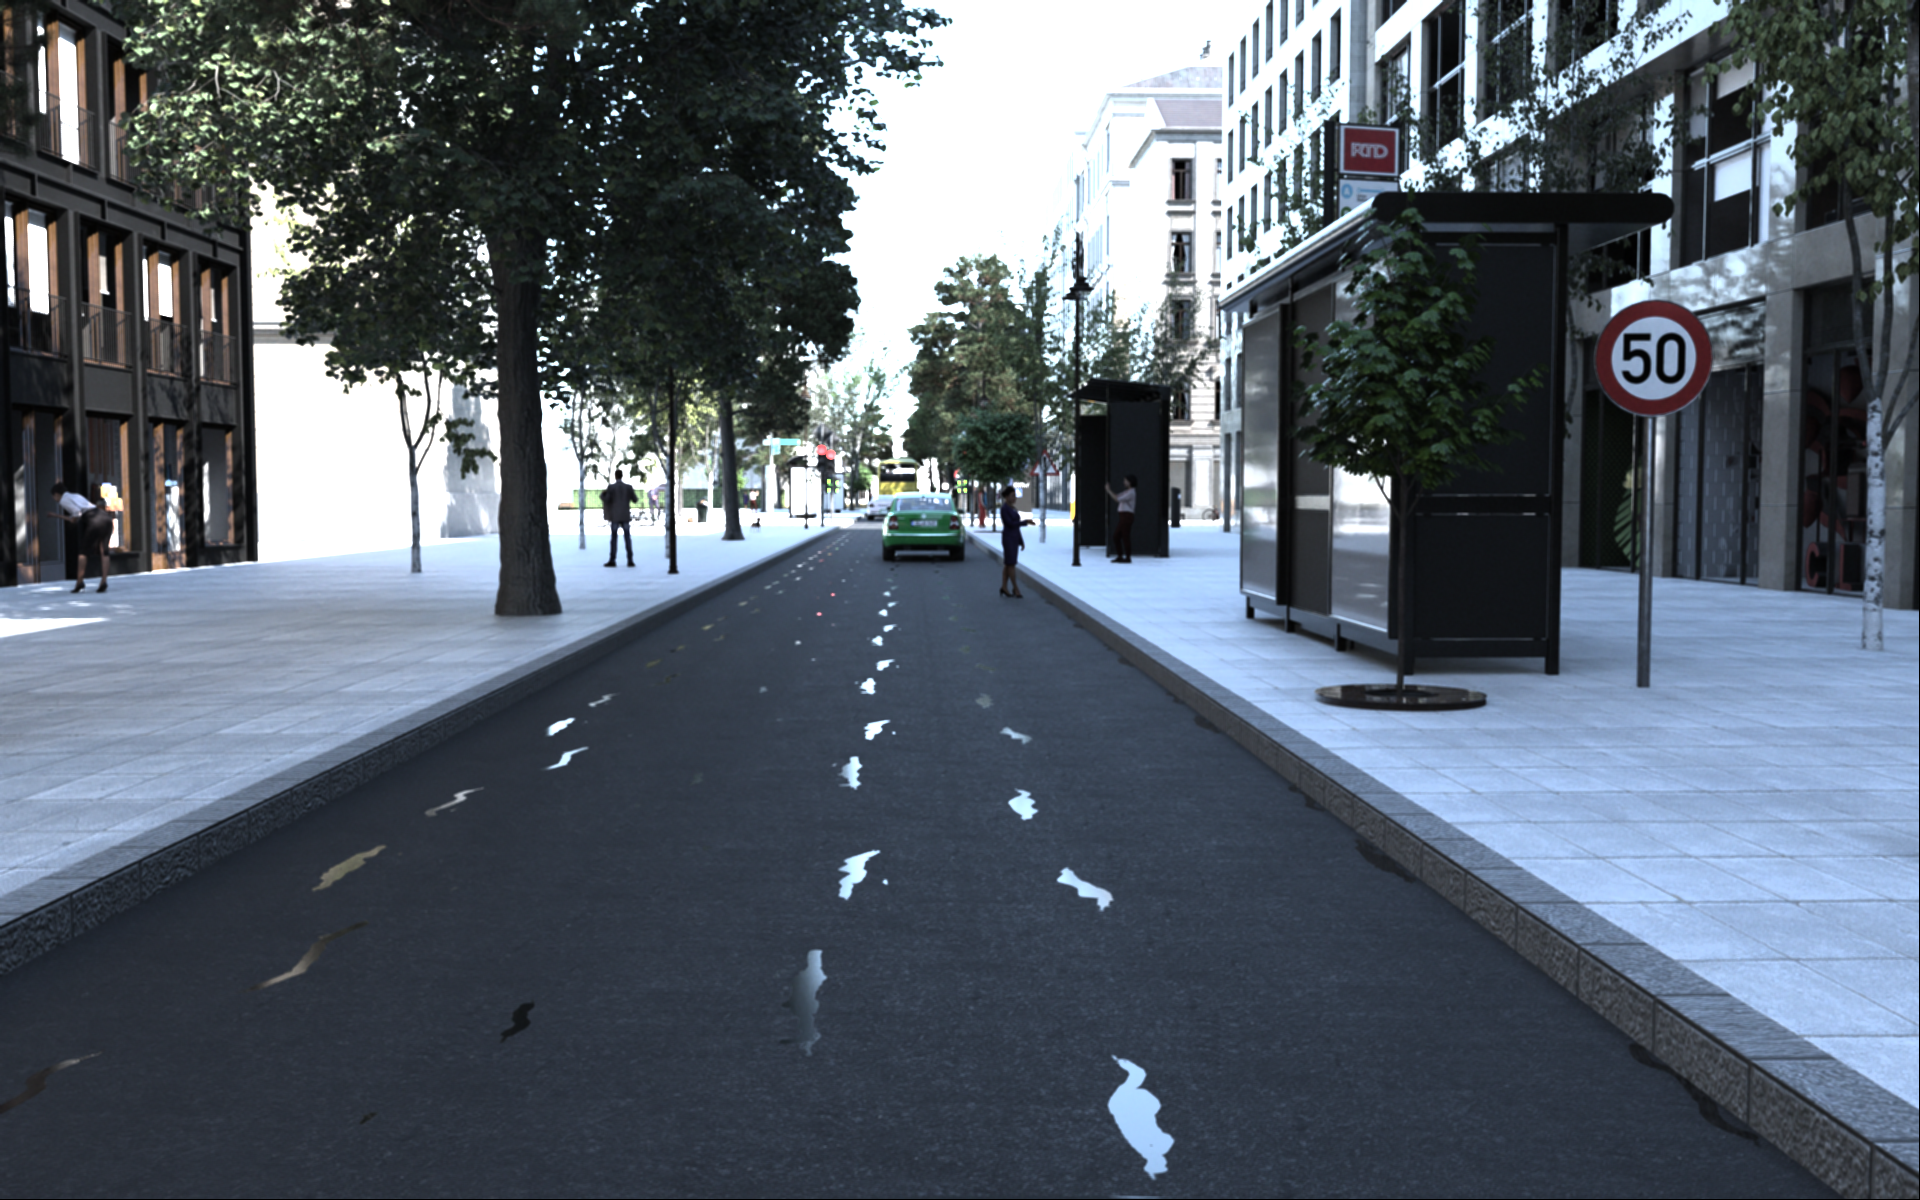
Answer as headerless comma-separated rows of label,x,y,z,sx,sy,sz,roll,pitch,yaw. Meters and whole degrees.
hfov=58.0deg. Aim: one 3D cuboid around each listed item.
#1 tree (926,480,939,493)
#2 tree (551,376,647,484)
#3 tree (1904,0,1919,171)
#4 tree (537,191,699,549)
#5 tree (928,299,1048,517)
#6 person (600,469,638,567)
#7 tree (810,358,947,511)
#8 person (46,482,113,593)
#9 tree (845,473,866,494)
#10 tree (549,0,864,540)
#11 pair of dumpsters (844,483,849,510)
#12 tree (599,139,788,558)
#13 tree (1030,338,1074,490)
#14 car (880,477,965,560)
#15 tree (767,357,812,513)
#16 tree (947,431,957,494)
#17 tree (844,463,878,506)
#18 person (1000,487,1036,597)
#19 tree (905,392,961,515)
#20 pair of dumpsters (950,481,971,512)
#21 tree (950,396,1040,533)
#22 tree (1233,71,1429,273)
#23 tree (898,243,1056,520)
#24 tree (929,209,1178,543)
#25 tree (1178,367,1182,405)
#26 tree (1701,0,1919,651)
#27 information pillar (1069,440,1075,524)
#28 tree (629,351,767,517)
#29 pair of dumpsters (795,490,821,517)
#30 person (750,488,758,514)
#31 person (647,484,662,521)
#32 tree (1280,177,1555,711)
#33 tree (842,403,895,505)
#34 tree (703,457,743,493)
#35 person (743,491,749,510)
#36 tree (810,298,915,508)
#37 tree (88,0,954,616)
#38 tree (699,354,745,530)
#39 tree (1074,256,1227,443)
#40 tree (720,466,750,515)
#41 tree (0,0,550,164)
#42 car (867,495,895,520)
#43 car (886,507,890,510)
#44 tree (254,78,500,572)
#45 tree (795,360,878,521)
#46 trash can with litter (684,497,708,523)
tree,-3.586,-14.128,225.593,1.663,3.219,1.824,0,3,0
tree,-23.371,-10.996,114.199,8.767,10.594,7.601,1,4,22
tree,3.371,-3.368,5.428,4.360,8.622,3.978,0,3,0
tree,-8.572,-5.493,40.168,4.360,8.622,3.978,0,3,0
tree,1.475,-10.552,94.577,6.751,12.117,7.091,0,3,0
person,-6.025,-1.451,30.587,0.655,1.722,0.431,-1,4,-22
tree,-8.033,-12.542,130.822,9.928,11.665,9.643,0,3,0
person,-11.463,-0.815,22.558,0.799,1.438,0.628,-2,4,-25
tree,-8.488,-8.766,137.921,1.663,3.219,1.824,0,3,0
tree,-6.548,-8.609,48.181,7.806,13.903,7.818,0,3,0
pair of dumpsters,-10.036,-8.616,143.362,1.574,2.255,4.436,0,4,-2
tree,-5.731,-5.152,34.595,4.737,8.622,4.395,0,3,0
tree,5.535,-7.924,79.923,4.360,8.622,3.978,0,3,0
car,-0.832,-1.834,38.776,1.959,1.807,4.718,0,4,-2
tree,-13.533,-12.061,119.246,6.751,12.117,7.091,0,3,0
tree,-0.717,-13.253,142.446,9.928,11.665,9.643,0,3,0
tree,-10.215,-11.969,179.410,4.285,4.588,4.351,0,3,0
person,0.815,-0.803,24.006,0.546,1.535,0.453,1,4,9
tree,0.245,-10.393,104.332,7.601,10.594,8.767,0,4,-6
pair of dumpsters,0.136,-7.244,120.935,1.574,2.255,4.436,0,4,-2
tree,1.135,-4.553,58.154,4.285,4.588,4.351,0,3,0
tree,6.631,-4.901,30.491,4.737,8.622,4.395,0,3,0
tree,0.900,-10.956,86.551,7.806,13.903,7.818,0,3,0
tree,2.353,-5.799,45.177,4.737,8.622,4.395,0,3,0
tree,5.885,-6.804,61.609,4.737,8.622,4.395,0,3,0
tree,7.543,-3.876,13.730,4.737,8.622,4.395,0,3,0
information pillar,4.983,-5.132,75.255,0.504,3.616,0.183,-3,5,-43
tree,-15.606,-10.669,96.491,6.751,12.117,7.091,0,3,0
pair of dumpsters,-8.759,-5.883,98.686,1.574,2.255,4.436,0,4,-2
person,-13.100,-6.277,110.138,0.566,1.644,0.517,-1,4,-15
person,-14.612,-4.671,82.860,0.683,1.767,0.568,-1,4,-13
tree,2.858,-0.983,10.667,1.663,3.219,1.824,0,3,0
tree,-10.667,-17.201,203.284,6.751,12.117,7.091,0,3,0
tree,-17.844,-9.006,130.966,4.285,4.588,4.351,0,3,0
person,-16.749,-7.789,135.770,0.453,1.535,0.546,-3,5,-39
tree,-8.600,-18.909,165.054,12.611,20.169,13.585,0,3,0
tree,-4.564,-6.812,18.033,9.857,13.997,8.962,0,3,0
tree,-9.086,-6.833,62.085,4.360,8.622,3.978,0,3,0
tree,5.947,-6.274,52.936,4.360,8.622,3.978,0,3,0
tree,-13.689,-6.718,104.437,1.663,3.219,1.824,0,3,0
tree,-5.268,-6.114,7.386,7.806,13.903,7.818,0,3,0
car,-4.193,-5.150,96.565,2.083,1.381,4.827,0,4,-1
car,-1.242,-2.483,52.591,2.014,1.417,4.499,0,4,-3
tree,-8.934,-4.743,27.906,4.737,8.622,4.395,0,3,0
tree,-6.610,-8.113,83.017,4.360,8.622,3.978,0,3,0
trash can with litter,-11.510,-3.929,75.628,1.055,1.170,0.624,0,4,2
